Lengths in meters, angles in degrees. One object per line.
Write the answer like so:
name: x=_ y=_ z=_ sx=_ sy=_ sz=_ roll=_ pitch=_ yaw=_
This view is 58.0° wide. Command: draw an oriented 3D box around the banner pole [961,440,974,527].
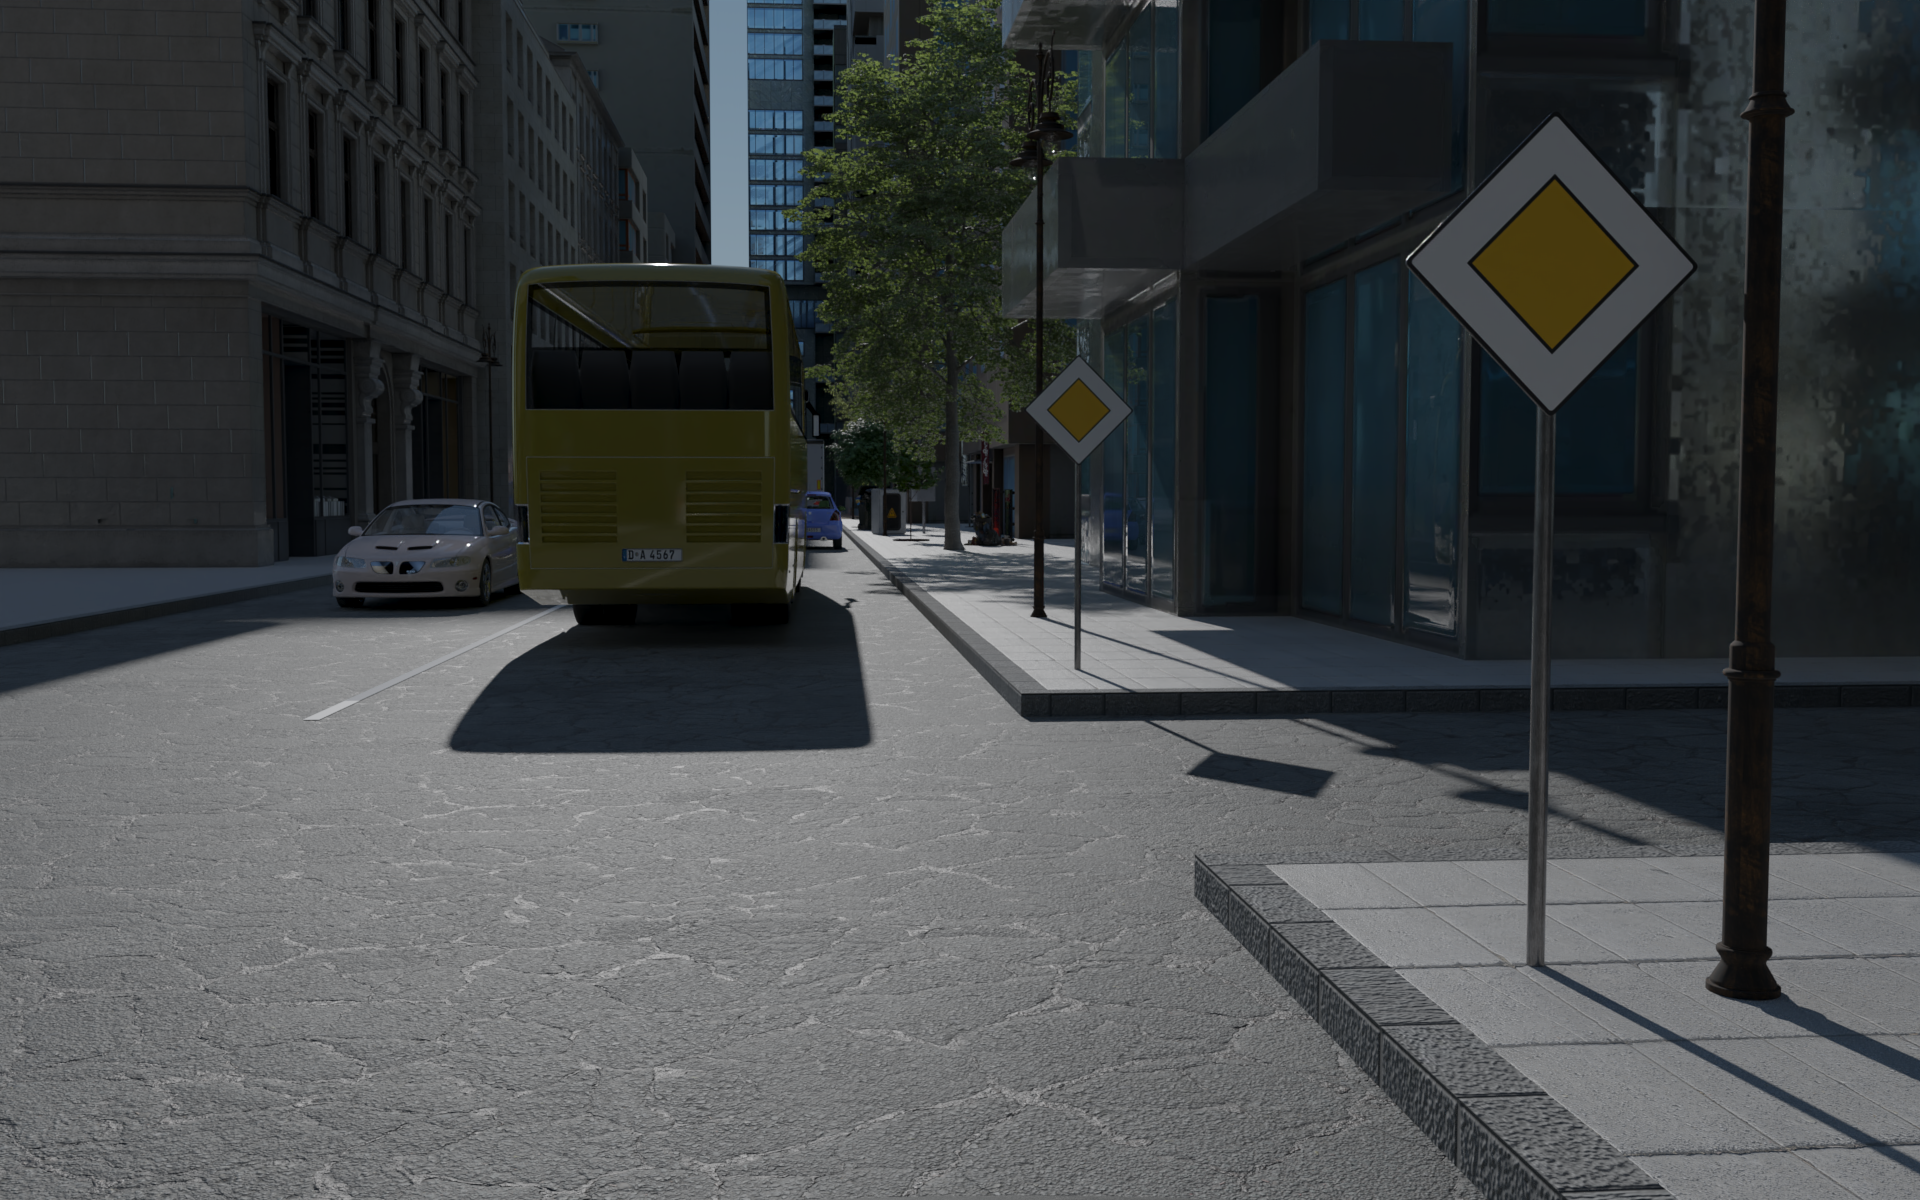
banner pole: x=0.251 y=-4.676 z=66.475 sx=0.401 sy=3.779 sz=0.863 roll=2 pitch=4 yaw=31

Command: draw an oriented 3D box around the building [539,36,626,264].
building: x=-20.619 y=-13.915 z=76.667 sx=9.793 sy=20.994 sz=18.267 roll=0 pitch=4 yaw=-5

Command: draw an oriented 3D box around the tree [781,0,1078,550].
tree: x=-0.164 y=-7.396 z=39.056 sx=7.486 sy=12.596 sz=7.792 roll=0 pitch=3 yaw=0

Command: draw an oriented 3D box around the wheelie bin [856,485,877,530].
wheelie bin: x=-3.219 y=-3.296 z=61.798 sx=0.980 sy=1.594 sz=0.693 roll=-2 pitch=4 yaw=-32

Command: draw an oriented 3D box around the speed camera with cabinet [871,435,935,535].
speed camera with cabinet: x=-1.806 y=-3.735 z=55.405 sx=2.038 sy=3.252 sz=0.660 roll=-2 pitch=4 yaw=-29

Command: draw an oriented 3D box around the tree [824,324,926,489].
tree: x=-3.350 y=-7.395 z=71.263 sx=4.360 sy=8.622 sz=3.978 roll=0 pitch=3 yaw=0

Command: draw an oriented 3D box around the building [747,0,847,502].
building: x=-10.271 y=-53.097 z=180.805 sx=31.000 sy=86.520 sz=22.319 roll=0 pitch=4 yaw=-5

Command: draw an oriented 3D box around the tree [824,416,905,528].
tree: x=-3.549 y=-5.058 z=66.418 sx=4.285 sy=4.588 sz=4.351 roll=0 pitch=3 yaw=0

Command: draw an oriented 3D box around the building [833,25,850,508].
building: x=-4.331 y=-28.873 z=155.669 sx=14.154 sy=41.232 sz=14.086 roll=0 pitch=4 yaw=-5

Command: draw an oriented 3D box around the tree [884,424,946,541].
tree: x=-1.433 y=-3.216 z=47.178 sx=1.663 sy=3.219 sz=1.824 roll=0 pitch=3 yaw=0

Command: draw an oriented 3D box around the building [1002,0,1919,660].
building: x=15.745 y=-24.640 z=22.473 sx=30.456 sy=49.044 sz=23.786 roll=0 pitch=4 yaw=-5

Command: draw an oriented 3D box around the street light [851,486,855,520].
street light: x=-5.387 y=-6.992 z=87.109 sx=0.468 sy=5.910 sz=1.993 roll=0 pitch=4 yaw=-5

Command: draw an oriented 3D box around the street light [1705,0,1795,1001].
street light: x=2.022 y=-1.927 z=4.294 sx=0.468 sy=5.910 sz=1.993 roll=0 pitch=4 yaw=-5

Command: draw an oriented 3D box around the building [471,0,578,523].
building: x=-19.419 y=-12.504 z=59.194 sx=10.420 sy=20.320 sz=16.860 roll=0 pitch=4 yaw=-5

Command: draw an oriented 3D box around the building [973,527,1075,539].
building: x=7.604 y=-24.769 z=55.078 sx=14.600 sy=45.320 sz=14.200 roll=0 pitch=4 yaw=-5

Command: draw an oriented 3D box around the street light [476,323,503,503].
street light: x=-12.738 y=-4.540 z=47.017 sx=0.468 sy=5.910 sz=1.993 roll=0 pitch=4 yaw=-5

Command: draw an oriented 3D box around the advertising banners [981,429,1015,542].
advertising banners: x=0.992 y=-3.066 z=46.317 sx=0.090 sy=3.025 sz=2.074 roll=-1 pitch=4 yaw=-23

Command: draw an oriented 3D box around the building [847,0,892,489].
building: x=4.930 y=-33.399 z=135.305 sx=28.713 sy=52.752 sz=27.495 roll=0 pitch=4 yaw=-5

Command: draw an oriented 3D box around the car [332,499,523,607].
car: x=-7.070 y=-0.679 z=23.458 sx=2.083 sy=1.381 sz=4.827 roll=0 pitch=4 yaw=-5

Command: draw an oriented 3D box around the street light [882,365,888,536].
street light: x=-2.288 y=-4.887 z=52.688 sx=0.468 sy=5.910 sz=1.993 roll=0 pitch=4 yaw=-5

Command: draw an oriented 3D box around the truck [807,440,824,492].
truck: x=-8.884 y=-6.464 z=94.596 sx=2.839 sy=4.237 sz=11.283 roll=0 pitch=4 yaw=-7

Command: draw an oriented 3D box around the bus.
bus: x=-3.263 y=-1.856 z=21.900 sx=2.896 sy=3.916 sz=12.252 roll=0 pitch=4 yaw=-4

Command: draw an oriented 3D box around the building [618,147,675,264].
building: x=-31.396 y=-15.582 z=99.806 sx=27.650 sy=21.520 sz=28.899 roll=0 pitch=4 yaw=-5

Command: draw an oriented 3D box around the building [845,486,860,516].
building: x=8.902 y=-25.581 z=110.130 sx=32.217 sy=40.220 sz=23.993 roll=0 pitch=4 yaw=-5

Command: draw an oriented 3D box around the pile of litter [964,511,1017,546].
pile of litter: x=0.714 y=-1.789 z=43.222 sx=1.176 sy=0.858 sz=1.719 roll=-2 pitch=4 yaw=-30

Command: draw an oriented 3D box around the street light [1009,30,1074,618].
street light: x=0.823 y=-2.759 z=17.903 sx=0.468 sy=5.910 sz=1.993 roll=0 pitch=4 yaw=-5

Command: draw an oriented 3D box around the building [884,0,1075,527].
building: x=3.679 y=-26.329 z=80.594 sx=14.600 sy=45.320 sz=14.200 roll=0 pitch=4 yaw=-5

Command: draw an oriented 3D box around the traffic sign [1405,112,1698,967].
traffic sign: x=1.564 y=-0.062 z=4.655 sx=0.795 sy=2.450 sz=0.064 roll=0 pitch=4 yaw=-5

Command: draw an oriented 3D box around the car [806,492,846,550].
car: x=-3.988 y=-2.226 z=45.981 sx=1.945 sy=1.707 sz=3.694 roll=0 pitch=4 yaw=-5

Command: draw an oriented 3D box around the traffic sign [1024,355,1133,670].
traffic sign: x=0.857 y=-0.548 z=12.609 sx=0.795 sy=2.450 sz=0.064 roll=0 pitch=4 yaw=-5

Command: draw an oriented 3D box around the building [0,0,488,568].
building: x=-16.811 y=-10.992 z=30.630 sx=10.553 sy=20.767 sz=40.483 roll=0 pitch=4 yaw=-5

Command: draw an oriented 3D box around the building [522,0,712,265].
building: x=-29.209 y=-30.628 z=124.476 sx=21.300 sy=48.544 sz=21.600 roll=0 pitch=4 yaw=-5
